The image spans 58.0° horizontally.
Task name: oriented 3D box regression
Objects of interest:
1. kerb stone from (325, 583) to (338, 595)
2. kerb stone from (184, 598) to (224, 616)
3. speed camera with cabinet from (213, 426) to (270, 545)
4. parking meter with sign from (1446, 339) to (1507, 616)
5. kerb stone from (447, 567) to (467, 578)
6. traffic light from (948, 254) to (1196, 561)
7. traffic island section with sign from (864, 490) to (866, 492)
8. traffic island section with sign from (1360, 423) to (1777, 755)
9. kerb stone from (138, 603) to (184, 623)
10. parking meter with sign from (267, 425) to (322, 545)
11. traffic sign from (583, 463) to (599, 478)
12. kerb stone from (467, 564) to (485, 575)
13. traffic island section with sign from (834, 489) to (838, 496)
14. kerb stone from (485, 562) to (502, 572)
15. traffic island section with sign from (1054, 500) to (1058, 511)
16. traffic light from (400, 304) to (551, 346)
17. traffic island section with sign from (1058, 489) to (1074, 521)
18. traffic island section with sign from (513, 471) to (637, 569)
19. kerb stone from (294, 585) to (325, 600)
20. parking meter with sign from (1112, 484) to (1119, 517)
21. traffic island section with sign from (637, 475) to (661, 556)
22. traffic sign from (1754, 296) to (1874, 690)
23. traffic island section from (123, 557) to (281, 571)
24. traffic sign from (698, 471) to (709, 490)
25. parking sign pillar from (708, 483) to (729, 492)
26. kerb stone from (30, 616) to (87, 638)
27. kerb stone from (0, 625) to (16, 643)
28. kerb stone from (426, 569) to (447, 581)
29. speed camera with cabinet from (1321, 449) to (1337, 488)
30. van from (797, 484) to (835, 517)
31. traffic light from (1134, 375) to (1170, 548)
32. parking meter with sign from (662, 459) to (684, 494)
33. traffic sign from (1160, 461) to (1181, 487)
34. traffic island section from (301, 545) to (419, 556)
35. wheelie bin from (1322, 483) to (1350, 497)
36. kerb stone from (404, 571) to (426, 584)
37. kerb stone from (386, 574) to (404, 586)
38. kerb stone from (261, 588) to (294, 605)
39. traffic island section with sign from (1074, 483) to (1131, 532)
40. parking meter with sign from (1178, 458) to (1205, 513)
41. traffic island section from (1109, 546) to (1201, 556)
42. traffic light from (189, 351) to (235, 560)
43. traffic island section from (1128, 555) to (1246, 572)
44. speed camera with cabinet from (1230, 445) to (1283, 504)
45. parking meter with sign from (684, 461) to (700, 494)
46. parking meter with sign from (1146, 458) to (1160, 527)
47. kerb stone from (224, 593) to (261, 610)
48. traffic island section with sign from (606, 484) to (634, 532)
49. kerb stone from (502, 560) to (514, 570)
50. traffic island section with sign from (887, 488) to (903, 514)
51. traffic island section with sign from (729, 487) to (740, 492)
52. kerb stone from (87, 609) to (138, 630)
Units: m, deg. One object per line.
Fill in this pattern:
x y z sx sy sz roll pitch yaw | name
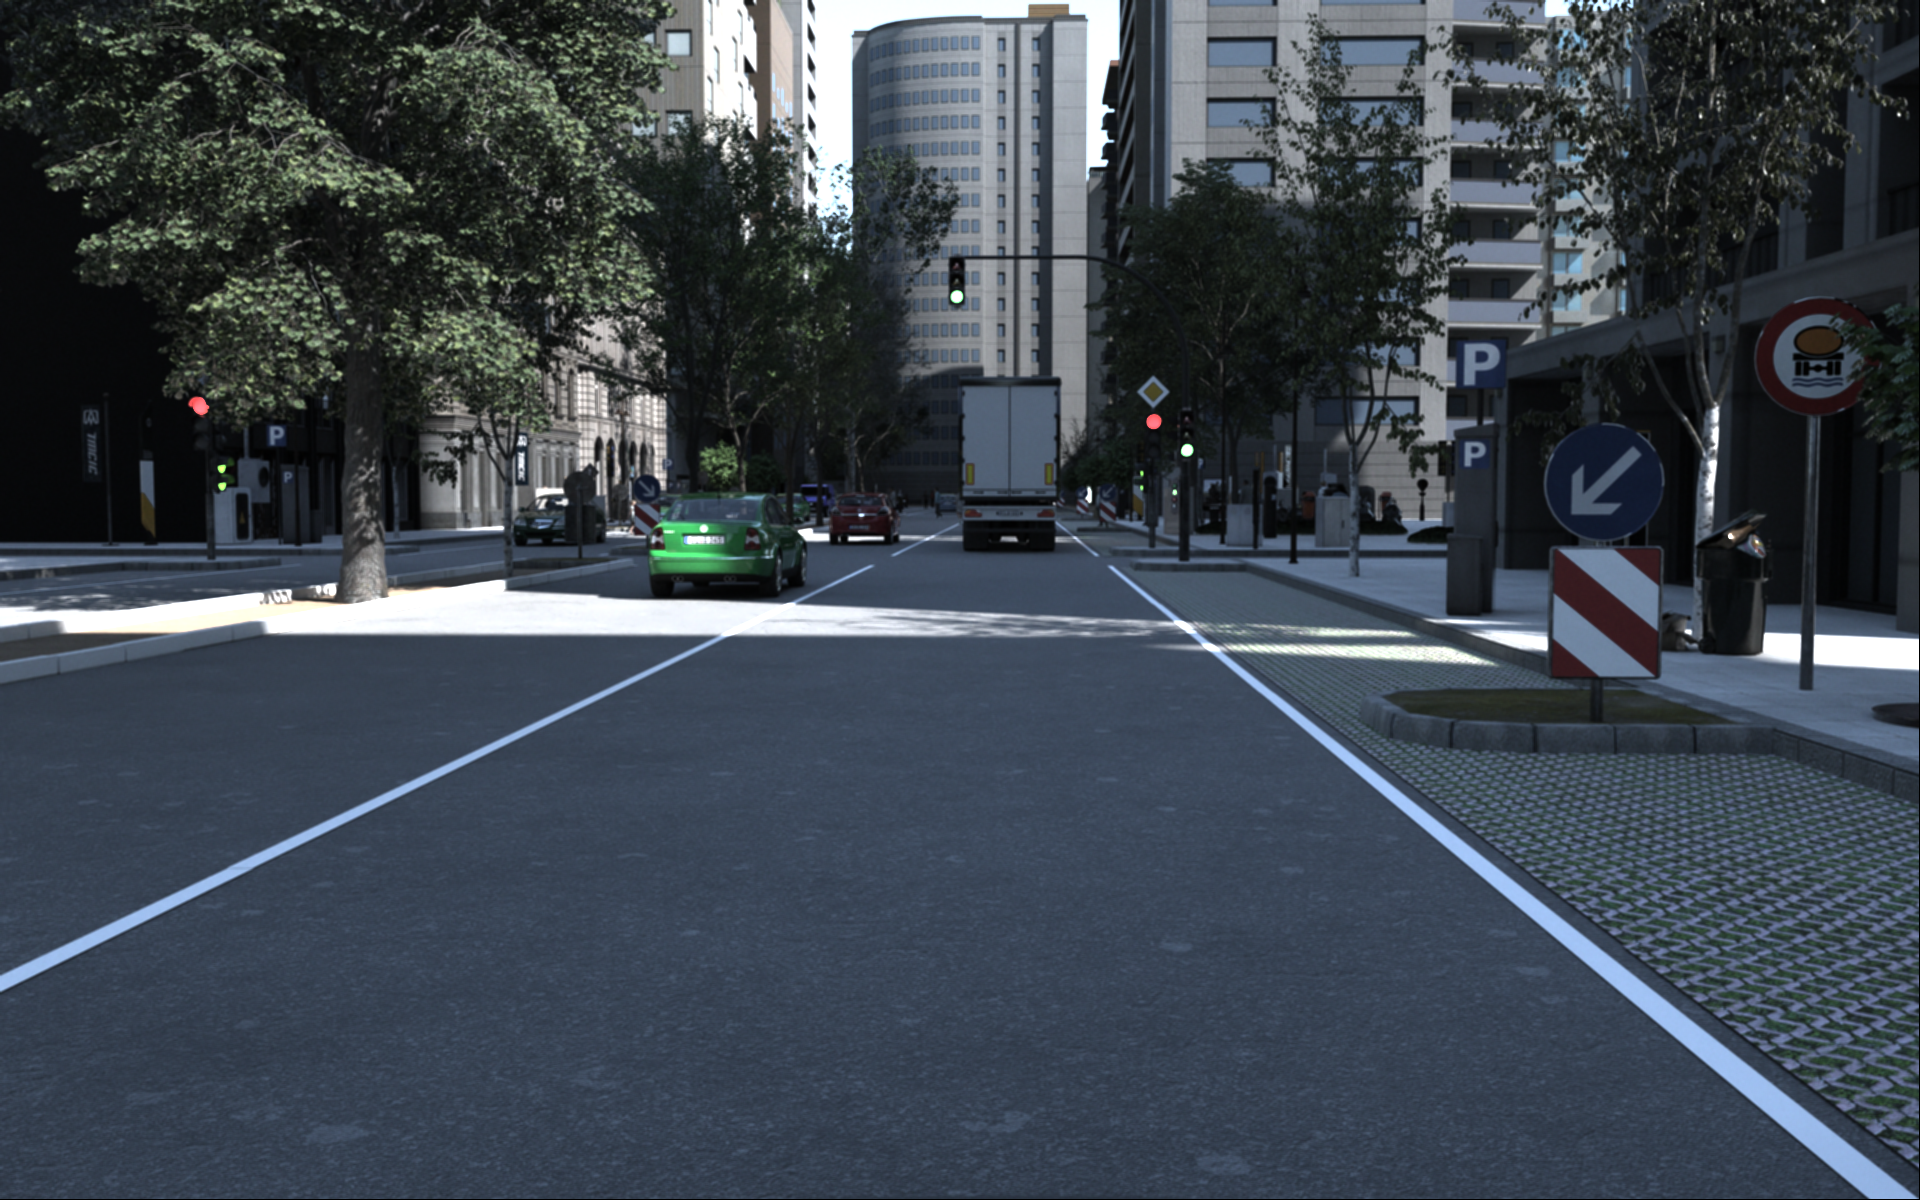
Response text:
-8.952 -0.151 24.737 0.120 0.150 1.000 0 4 2 | kerb stone
-9.096 0.095 20.639 0.120 0.150 1.000 0 4 2 | kerb stone
-18.445 -3.066 44.459 0.660 3.252 2.038 0 4 4 | speed camera with cabinet
5.616 -1.386 18.925 0.543 3.016 1.738 1 4 20 | parking meter with sign
-8.761 -0.468 29.856 0.120 0.150 1.000 0 4 2 | kerb stone
2.168 -3.565 32.959 4.771 5.953 1.251 0 4 2 | traffic light
-9.474 -9.895 170.413 1.989 1.847 2.006 0 4 2 | traffic island section with sign
3.509 -0.110 10.433 1.989 1.847 2.006 0 4 2 | traffic island section with sign
-9.124 0.163 19.615 0.120 0.150 1.000 0 4 2 | kerb stone
-17.049 -2.950 44.496 0.543 3.016 1.738 1 4 9 | parking meter with sign
-15.666 -4.501 73.328 0.795 2.593 0.064 0 4 7 | traffic sign
-8.732 -0.523 30.878 0.120 0.150 1.000 0 4 2 | kerb stone
-10.428 -8.248 143.475 1.989 1.847 2.006 0 4 2 | traffic island section with sign
-8.693 -0.592 31.899 0.120 0.150 1.000 0 4 2 | kerb stone
8.180 -8.207 142.811 1.989 1.847 2.006 0 4 2 | traffic island section with sign
-12.213 -4.095 41.615 4.771 5.953 1.251 0 4 2 | traffic light
6.408 -5.138 92.641 1.989 1.847 2.006 0 4 2 | traffic island section with sign
-7.573 -1.569 33.796 2.006 1.907 1.989 0 4 2 | traffic island section with sign
-8.991 -0.093 23.716 0.120 0.150 1.000 0 4 2 | kerb stone
8.807 -6.196 97.563 0.543 3.016 1.738 1 4 19 | parking meter with sign
-7.302 -2.022 41.198 2.006 1.907 1.989 0 4 2 | traffic island section with sign
5.550 -0.683 11.281 0.768 2.556 0.104 1 4 12 | traffic sign
-14.628 -0.705 33.810 2.009 0.180 2.903 0 4 2 | traffic island section
-14.160 -5.808 95.063 0.768 2.556 0.104 0 4 4 | traffic sign
-15.228 -7.378 109.104 1.447 3.967 1.447 0 4 0 | parking sign pillar
-9.205 0.283 17.560 0.120 0.150 1.000 0 4 2 | kerb stone
-9.245 0.349 16.534 0.120 0.150 1.000 0 4 2 | kerb stone
-8.804 -0.406 28.835 0.120 0.150 1.000 0 4 2 | kerb stone
16.108 -4.928 74.910 0.660 3.252 2.038 0 4 0 | speed camera with cabinet
-8.968 -6.333 107.933 2.240 2.365 5.245 0 4 2 | van
4.544 -3.186 41.007 0.839 4.253 0.868 0 4 2 | traffic light
-14.376 -5.520 86.520 0.543 3.016 1.738 0 4 4 | parking meter with sign
7.814 -3.926 64.292 0.768 2.556 0.104 0 4 3 | traffic sign
-14.346 -1.193 41.790 2.009 0.180 2.903 0 4 2 | traffic island section
10.896 -2.588 50.219 0.693 1.594 0.980 -2 4 -29 | wheelie bin
-8.840 -0.342 27.804 0.120 0.150 1.000 0 4 2 | kerb stone
-8.877 -0.277 26.783 0.120 0.150 1.000 0 4 2 | kerb stone
-9.023 -0.029 22.682 0.120 0.150 1.000 0 4 2 | kerb stone
5.455 -3.491 65.703 1.989 1.847 2.006 0 4 2 | traffic island section with sign
10.756 -5.267 82.370 1.738 3.016 0.543 -2 4 -24 | parking meter with sign
4.583 -1.152 41.119 2.009 0.180 2.903 0 4 2 | traffic island section
-14.588 -2.737 33.674 0.839 4.253 0.868 0 4 2 | traffic light
4.302 -0.664 33.139 2.009 0.180 2.903 0 4 2 | traffic island section
11.931 -4.610 69.716 2.038 3.252 0.660 2 4 31 | speed camera with cabinet
-14.663 -5.843 91.788 0.543 3.016 1.738 3 5 45 | parking meter with sign
7.513 -4.348 67.352 0.543 3.016 1.738 0 4 7 | parking meter with sign
-9.059 0.033 21.660 0.120 0.150 1.000 0 4 2 | kerb stone
-13.139 -3.545 66.589 1.989 1.847 2.006 0 4 2 | traffic island section with sign
-8.655 -0.653 32.926 0.120 0.150 1.000 0 4 2 | kerb stone
-4.660 -6.615 116.290 2.006 1.907 1.989 0 4 2 | traffic island section with sign
-12.197 -5.194 93.545 1.989 1.847 2.006 0 4 2 | traffic island section with sign
-9.166 0.224 18.582 0.120 0.150 1.000 0 4 2 | kerb stone
